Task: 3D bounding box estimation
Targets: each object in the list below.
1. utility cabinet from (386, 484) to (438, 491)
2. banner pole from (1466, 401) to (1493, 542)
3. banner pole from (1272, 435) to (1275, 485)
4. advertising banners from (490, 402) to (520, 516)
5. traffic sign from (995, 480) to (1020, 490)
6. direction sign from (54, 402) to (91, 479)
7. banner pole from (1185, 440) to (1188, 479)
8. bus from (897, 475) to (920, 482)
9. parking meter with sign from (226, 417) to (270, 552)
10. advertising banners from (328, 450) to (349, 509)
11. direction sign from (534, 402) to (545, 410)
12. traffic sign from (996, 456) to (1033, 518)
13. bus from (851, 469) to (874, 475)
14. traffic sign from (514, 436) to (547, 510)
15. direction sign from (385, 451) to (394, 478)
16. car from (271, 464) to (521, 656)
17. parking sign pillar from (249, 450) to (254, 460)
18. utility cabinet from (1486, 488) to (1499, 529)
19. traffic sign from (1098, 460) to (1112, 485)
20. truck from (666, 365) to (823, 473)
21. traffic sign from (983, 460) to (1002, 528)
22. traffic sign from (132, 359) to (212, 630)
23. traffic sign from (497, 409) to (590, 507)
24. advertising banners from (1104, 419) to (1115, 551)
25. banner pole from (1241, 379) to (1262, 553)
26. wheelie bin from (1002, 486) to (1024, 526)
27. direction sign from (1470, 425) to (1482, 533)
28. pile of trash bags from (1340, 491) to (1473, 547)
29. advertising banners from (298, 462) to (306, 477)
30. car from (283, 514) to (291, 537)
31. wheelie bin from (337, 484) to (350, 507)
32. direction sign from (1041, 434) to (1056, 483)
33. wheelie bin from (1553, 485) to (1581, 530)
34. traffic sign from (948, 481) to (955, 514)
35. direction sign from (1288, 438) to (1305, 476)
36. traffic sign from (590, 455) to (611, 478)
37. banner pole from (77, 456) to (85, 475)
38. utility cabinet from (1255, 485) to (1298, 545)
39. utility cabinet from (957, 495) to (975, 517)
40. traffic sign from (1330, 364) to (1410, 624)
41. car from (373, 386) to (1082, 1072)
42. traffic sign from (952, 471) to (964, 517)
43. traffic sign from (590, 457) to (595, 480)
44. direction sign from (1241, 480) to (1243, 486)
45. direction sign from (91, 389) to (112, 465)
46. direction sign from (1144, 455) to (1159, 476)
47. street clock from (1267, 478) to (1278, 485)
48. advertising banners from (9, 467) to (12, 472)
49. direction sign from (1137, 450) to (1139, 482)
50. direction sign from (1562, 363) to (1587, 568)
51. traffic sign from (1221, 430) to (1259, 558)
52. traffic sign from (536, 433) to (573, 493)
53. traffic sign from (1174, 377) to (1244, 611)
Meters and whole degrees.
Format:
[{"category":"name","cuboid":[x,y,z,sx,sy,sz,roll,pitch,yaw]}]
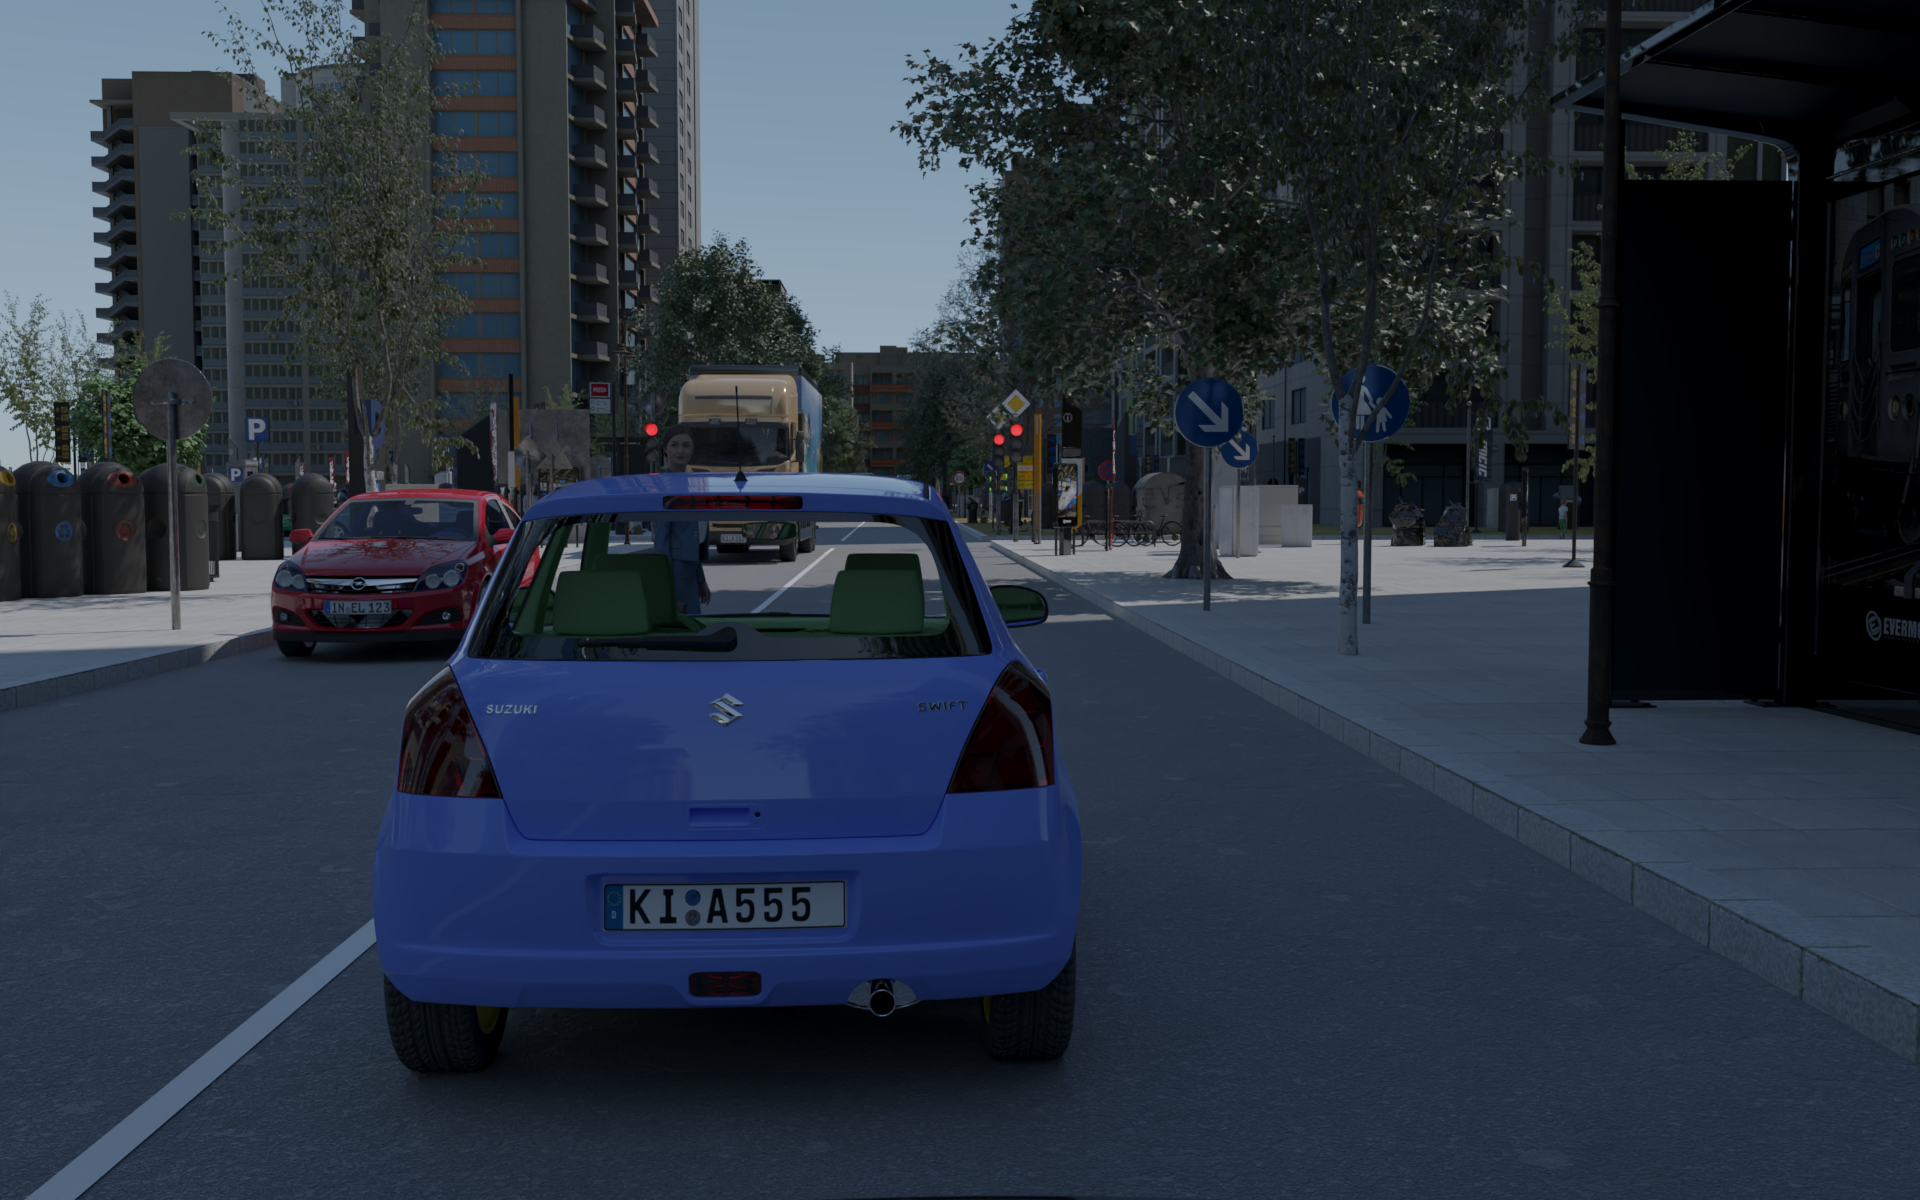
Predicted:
[{"category":"utility cabinet","cuboid":[-12.375,-1.857,39.047,1.173,1.500,0.318,-3,4,-38]},{"category":"banner pole","cuboid":[13.945,-3.469,46.733,0.863,3.779,0.401,1,4,11]},{"category":"banner pole","cuboid":[13.335,-5.120,73.732,0.401,3.779,0.863,1,4,9]},{"category":"advertising banners","cuboid":[-8.561,-2.223,32.540,0.090,3.025,2.074,-2,4,-27]},{"category":"traffic sign","cuboid":[2.946,-7.325,113.629,2.265,3.308,0.079,0,4,2]},{"category":"direction sign","cuboid":[-21.816,-3.101,42.705,0.876,3.537,0.379,-1,4,-9]},{"category":"banner pole","cuboid":[9.471,-4.967,71.228,0.401,3.779,0.863,-3,4,-37]},{"category":"bus","cuboid":[-5.294,-10.843,172.144,2.948,3.499,13.247,0,4,-3]},{"category":"parking meter with sign","cuboid":[-16.025,-2.592,38.640,0.543,3.016,1.738,0,4,3]},{"category":"advertising banners","cuboid":[-24.415,-4.401,68.143,0.090,3.025,2.074,1,4,10]},{"category":"direction sign","cuboid":[-10.425,-3.122,43.037,0.379,3.537,0.876,-2,4,-29]},{"category":"traffic sign","cuboid":[3.021,-5.983,91.693,2.265,3.308,0.079,0,4,3]},{"category":"bus","cuboid":[-8.601,-9.347,147.690,2.948,3.499,13.247,0,4,-1]},{"category":"traffic sign","cuboid":[-8.616,-2.040,34.541,0.795,2.450,0.064,0,4,4]},{"category":"direction sign","cuboid":[-29.873,-6.025,90.498,0.876,3.537,0.379,-1,4,-14]},{"category":"car","cuboid":[-5.200,-0.467,16.679,2.155,1.783,4.494,0,4,-4]},{"category":"parking sign pillar","cuboid":[-42.732,-7.072,104.093,1.447,3.967,1.447,-1,4,-11]},{"category":"utility cabinet","cuboid":[19.730,-3.370,63.784,0.318,1.500,1.173,3,4,36]},{"category":"traffic sign","cuboid":[5.597,-3.995,65.425,0.768,2.556,0.104,0,4,0]},{"category":"truck","cuboid":[-4.712,-3.126,40.026,2.839,4.237,11.283,0,4,-1]},{"category":"traffic sign","cuboid":[1.234,-3.943,64.580,0.768,2.556,0.104,0,4,0]},{"category":"traffic sign","cuboid":[-7.416,-0.991,16.314,0.768,2.556,0.104,0,4,3]},{"category":"traffic sign","cuboid":[-10.017,-2.924,41.683,2.265,3.308,0.079,0,4,5]},{"category":"advertising banners","cuboid":[3.449,-2.657,39.631,0.090,3.025,2.074,1,4,10]},{"category":"banner pole","cuboid":[6.305,-2.932,37.955,0.401,3.779,0.863,-1,4,-21]},{"category":"wheelie bin","cuboid":[2.066,-3.726,68.836,0.693,1.594,0.980,3,5,40]},{"category":"direction sign","cuboid":[16.968,-3.965,56.831,0.876,3.537,0.379,-3,5,-45]},{"category":"pile of trash bags","cuboid":[11.153,-2.056,43.375,3.447,1.369,1.912,3,4,36]},{"category":"advertising banners","cuboid":[-36.634,-6.043,94.983,2.074,3.025,0.090,2,4,25]},{"category":"car","cuboid":[-21.402,-2.498,49.643,4.718,1.807,1.959,0,4,-4]},{"category":"wheelie bin","cuboid":[-18.945,-2.815,53.932,0.693,1.594,0.980,2,4,29]},{"category":"direction sign","cuboid":[3.202,-4.497,65.518,0.876,3.537,0.379,1,4,15]},{"category":"wheelie bin","cuboid":[21.943,-3.351,62.692,0.980,1.594,0.693,0,4,5]},{"category":"traffic sign","cuboid":[-0.326,-6.725,109.964,0.884,2.594,0.081,0,4,6]},{"category":"direction sign","cuboid":[13.560,-4.764,69.882,0.876,3.537,0.379,-2,4,-33]},{"category":"traffic sign","cuboid":[-11.805,-3.464,56.742,0.768,2.556,0.104,0,4,3]},{"category":"banner pole","cuboid":[-57.929,-7.596,114.217,0.401,3.779,0.863,1,4,15]},{"category":"utility cabinet","cuboid":[7.808,-2.110,43.183,1.173,1.500,0.318,-1,4,-11]},{"category":"utility cabinet","cuboid":[0.355,-5.375,99.048,1.020,1.237,0.306,0,4,4]},{"category":"traffic sign","cuboid":[4.022,-1.037,17.060,0.768,2.556,0.104,0,4,7]},{"category":"car","cuboid":[-0.635,0.242,5.638,1.945,1.707,3.694,0,4,-4]},{"category":"traffic sign","cuboid":[-0.037,-5.915,96.818,0.768,2.556,0.104,0,4,6]},{"category":"traffic sign","cuboid":[-12.765,-3.653,59.837,0.768,2.556,0.104,0,4,5]},{"category":"direction sign","cuboid":[6.435,-2.907,39.525,0.379,3.537,0.876,1,4,14]},{"category":"direction sign","cuboid":[-18.604,-2.803,37.823,0.379,3.537,0.876,-1,4,-16]},{"category":"direction sign","cuboid":[11.041,-6.589,99.733,0.876,3.537,0.379,2,4,24]},{"category":"street clock","cuboid":[14.160,-4.521,78.493,0.471,2.002,0.358,0,4,-2]},{"category":"advertising banners","cuboid":[-61.274,-7.038,111.263,2.074,3.025,0.090,3,5,40]},{"category":"direction sign","cuboid":[9.192,-5.993,89.990,0.379,3.537,0.876,0,4,0]},{"category":"direction sign","cuboid":[10.748,-2.338,30.229,0.379,3.537,0.876,3,4,37]},{"category":"traffic sign","cuboid":[5.555,-2.107,34.554,0.768,2.556,0.104,0,3,0]},{"category":"traffic sign","cuboid":[-8.645,-2.245,36.702,0.884,2.594,0.081,0,4,0]},{"category":"traffic sign","cuboid":[2.719,-1.156,19.000,0.768,2.556,0.104,0,4,1]}]
